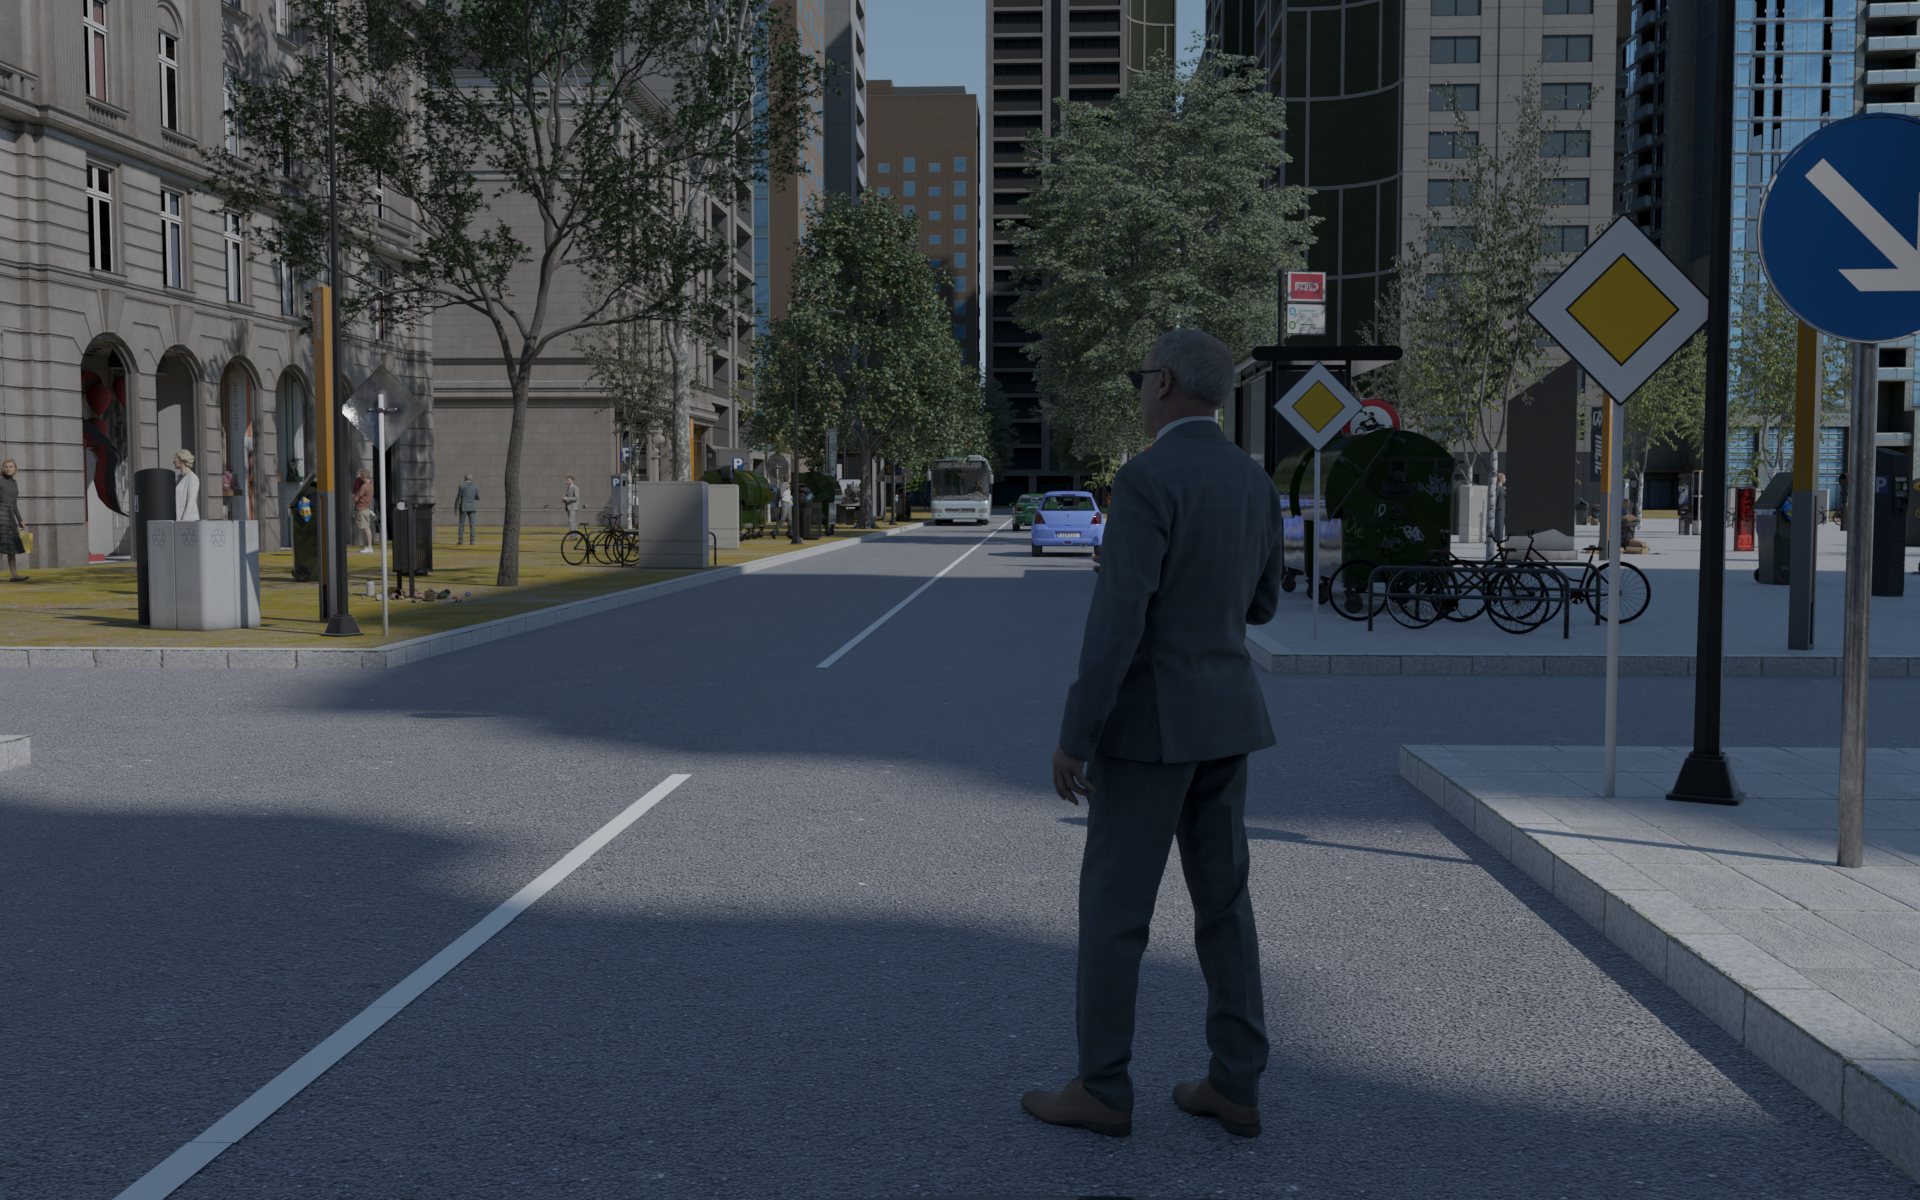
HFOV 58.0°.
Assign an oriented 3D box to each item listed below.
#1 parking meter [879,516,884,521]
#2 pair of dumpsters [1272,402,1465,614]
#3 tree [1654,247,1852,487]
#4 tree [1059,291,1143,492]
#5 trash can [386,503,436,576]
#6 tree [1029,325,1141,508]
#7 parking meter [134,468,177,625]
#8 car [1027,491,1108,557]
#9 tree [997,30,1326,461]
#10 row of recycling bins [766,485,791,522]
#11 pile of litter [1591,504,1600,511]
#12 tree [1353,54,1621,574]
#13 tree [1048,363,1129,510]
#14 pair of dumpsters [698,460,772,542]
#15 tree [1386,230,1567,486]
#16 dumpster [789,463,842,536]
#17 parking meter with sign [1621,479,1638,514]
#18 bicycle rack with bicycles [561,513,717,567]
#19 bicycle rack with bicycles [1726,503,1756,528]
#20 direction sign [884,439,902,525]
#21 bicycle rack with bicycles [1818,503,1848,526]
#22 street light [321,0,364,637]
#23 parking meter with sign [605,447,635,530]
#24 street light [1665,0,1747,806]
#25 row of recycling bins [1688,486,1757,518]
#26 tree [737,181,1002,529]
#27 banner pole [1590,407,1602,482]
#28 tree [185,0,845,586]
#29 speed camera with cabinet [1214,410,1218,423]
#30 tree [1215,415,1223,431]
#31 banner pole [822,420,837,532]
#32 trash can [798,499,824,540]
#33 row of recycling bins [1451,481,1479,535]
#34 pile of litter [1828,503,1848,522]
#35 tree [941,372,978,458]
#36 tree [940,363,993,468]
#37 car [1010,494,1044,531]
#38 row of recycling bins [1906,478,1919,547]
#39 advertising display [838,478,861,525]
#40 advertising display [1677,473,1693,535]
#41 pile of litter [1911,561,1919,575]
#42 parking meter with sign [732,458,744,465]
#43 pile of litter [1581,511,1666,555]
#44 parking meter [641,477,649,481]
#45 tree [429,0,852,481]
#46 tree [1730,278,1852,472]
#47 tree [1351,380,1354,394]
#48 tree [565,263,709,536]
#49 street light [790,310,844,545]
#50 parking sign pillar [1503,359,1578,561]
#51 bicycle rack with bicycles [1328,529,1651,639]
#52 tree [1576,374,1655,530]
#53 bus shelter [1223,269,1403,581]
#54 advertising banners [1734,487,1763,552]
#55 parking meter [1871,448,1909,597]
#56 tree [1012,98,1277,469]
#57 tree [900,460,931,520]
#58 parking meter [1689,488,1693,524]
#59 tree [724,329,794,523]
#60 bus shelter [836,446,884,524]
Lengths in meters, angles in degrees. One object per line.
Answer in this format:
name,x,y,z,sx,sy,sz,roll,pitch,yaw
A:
parking meter,-3.794,-4.793,84.083,0.255,1.863,0.399,-3,5,-44
pair of dumpsters,4.724,-1.100,20.476,1.574,2.255,4.437,0,4,3
tree,23.133,-6.021,48.804,4.737,8.622,4.395,0,3,0
tree,5.778,-6.826,61.969,4.737,8.622,4.395,0,3,0
trash can,-8.584,-0.947,27.138,0.748,1.137,0.748,0,3,0
tree,9.766,-12.602,116.412,12.009,13.543,11.850,0,3,0
parking meter,-7.923,-0.531,17.087,0.372,1.533,0.369,0,3,0
car,2.544,-1.906,40.750,1.945,1.707,3.694,0,4,4
tree,5.518,-8.729,49.369,9.857,13.997,8.962,0,3,0
row of recycling bins,-8.258,-4.498,80.656,3.534,1.692,1.069,1,4,8
pile of litter,28.569,-3.941,78.400,1.719,0.858,1.176,-1,4,-13
tree,9.259,-4.870,29.994,4.360,8.622,3.978,0,3,0
tree,10.020,-12.966,130.125,7.486,12.596,7.792,0,3,0
pair of dumpsters,-6.331,-2.812,48.466,1.574,2.255,4.437,0,4,3
tree,14.316,-6.025,48.873,4.737,8.622,4.395,0,3,0
dumpster,-4.475,-3.106,53.272,1.502,2.255,1.985,0,4,3
parking meter with sign,33.354,-5.574,87.400,0.543,3.016,1.738,-3,4,-38
bicycle rack with bicycles,-5.826,-1.110,31.528,2.925,0.926,2.852,-2,4,-30
bicycle rack with bicycles,30.127,-3.179,65.354,2.925,0.926,2.852,2,4,34
direction sign,-2.757,-4.864,71.531,0.876,3.537,0.379,2,4,33
bicycle rack with bicycles,36.718,-3.512,70.804,2.852,0.926,2.925,-2,4,-32
street light,-5.049,-2.626,15.472,1.470,5.913,1.316,0,4,3
parking meter with sign,-12.470,-4.101,63.312,0.543,3.016,1.738,1,4,11
street light,2.607,-2.117,7.156,1.470,5.913,1.316,0,4,3
row of recycling bins,38.089,-4.863,86.627,3.534,1.692,1.069,0,4,1
tree,-3.596,-8.975,63.747,9.611,12.733,9.660,0,3,0
banner pole,16.189,-3.270,43.474,0.401,3.779,0.863,-3,5,-43
tree,-6.072,-5.454,23.584,7.601,10.594,8.767,3,5,43
speed camera with cabinet,6.383,-2.809,40.268,0.660,3.252,2.038,-1,4,-15
tree,5.310,-2.584,36.854,1.663,3.219,1.824,0,3,0
banner pole,-4.347,-4.165,58.109,0.401,3.779,0.863,-3,4,-37
trash can,-4.176,-2.252,48.476,0.748,1.137,0.748,0,3,0
row of recycling bins,15.162,-2.884,54.262,3.534,1.692,1.069,-3,5,-42
pile of litter,40.653,-4.023,79.733,1.176,0.858,1.719,-2,4,-25
tree,-2.721,-9.773,94.195,7.601,10.594,8.767,1,4,16
tree,1.074,-15.840,165.643,9.857,13.997,8.962,0,3,0
car,3.007,-3.463,68.426,2.131,1.459,4.920,0,4,3
row of recycling bins,24.263,-2.095,41.362,1.069,1.692,3.534,-2,4,-26
advertising display,-4.507,-4.033,71.156,0.974,1.923,0.123,0,4,2
advertising display,22.653,-2.992,54.129,0.123,1.923,0.974,0,4,4
pile of litter,16.020,-0.827,27.494,1.719,0.858,1.176,1,4,19
parking meter with sign,-10.882,-5.381,84.244,0.543,3.016,1.738,-1,4,-13
pile of litter,14.269,-1.420,37.175,1.176,0.858,1.719,-3,5,-43
parking meter,-10.921,-3.321,60.013,0.255,1.863,0.399,-1,4,-17
tree,-6.913,-11.021,36.090,12.611,20.169,13.585,0,3,0
tree,26.679,-6.429,55.481,4.360,8.622,3.978,0,3,0
tree,15.417,-6.661,59.275,4.360,8.622,3.978,0,3,0
tree,-9.909,-6.272,52.902,4.360,8.622,3.978,0,3,0
street light,-3.623,-4.365,43.915,1.470,5.913,1.316,0,4,3
parking sign pillar,11.397,-2.783,33.968,1.447,3.967,1.447,1,4,21
bicycle rack with bicycles,4.959,-0.205,16.733,2.925,0.926,2.852,2,4,30
tree,24.662,-6.844,62.262,4.737,8.622,4.395,0,3,0
bus shelter,5.392,-3.126,28.740,2.179,5.291,8.768,0,4,3
advertising banners,17.529,-2.592,38.570,2.074,3.025,0.090,-1,4,-8
parking meter,11.638,-0.979,21.715,0.255,1.863,0.399,-1,4,-19
tree,8.576,-13.768,81.000,12.611,20.169,13.585,0,3,0
tree,-2.454,-5.557,85.462,1.663,3.219,1.824,0,3,0
parking meter,31.258,-3.998,73.771,0.372,1.533,0.369,0,3,0
tree,-8.353,-7.778,77.531,4.737,8.622,4.395,0,3,0
bus shelter,-4.707,-6.178,78.636,2.179,5.291,8.768,0,4,3
